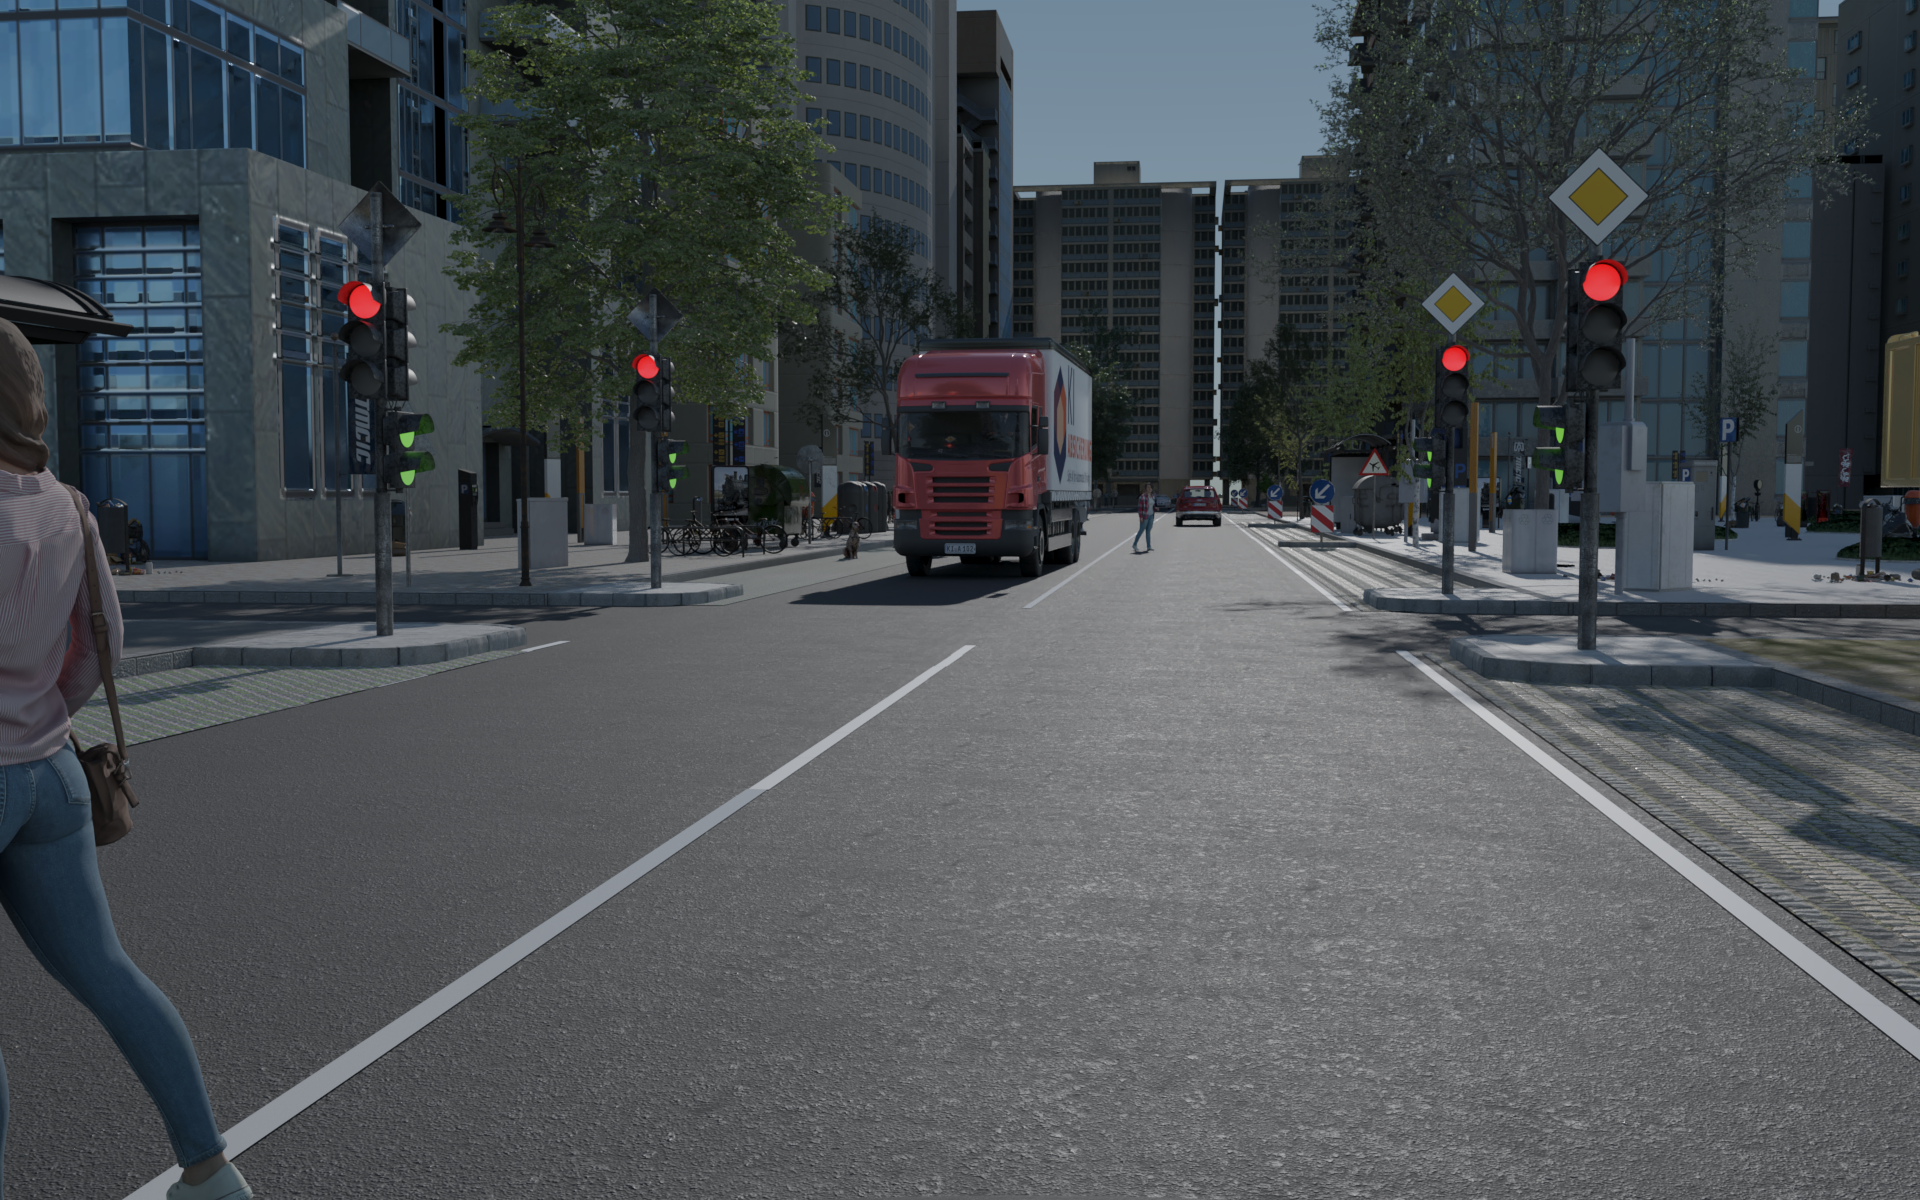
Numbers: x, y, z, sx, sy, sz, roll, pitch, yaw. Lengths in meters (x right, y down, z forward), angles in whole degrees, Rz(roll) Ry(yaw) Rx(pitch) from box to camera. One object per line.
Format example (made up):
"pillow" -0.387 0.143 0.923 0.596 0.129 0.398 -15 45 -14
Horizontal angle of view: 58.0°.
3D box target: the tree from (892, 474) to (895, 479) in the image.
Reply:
"tree" -1.612 -4.384 66.275 1.663 3.219 1.824 0 3 0

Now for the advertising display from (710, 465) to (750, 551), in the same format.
"advertising display" -5.170 -2.064 38.961 0.974 1.923 0.123 -3 5 -41

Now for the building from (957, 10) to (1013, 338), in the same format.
"building" -2.889 -31.180 159.903 14.200 45.320 14.600 0 4 8

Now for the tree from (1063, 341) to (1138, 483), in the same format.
"tree" 10.179 -14.467 143.187 9.857 13.997 8.962 0 3 0

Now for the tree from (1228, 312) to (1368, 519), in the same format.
"tree" 17.346 -9.473 89.294 7.601 10.594 8.767 1 4 8

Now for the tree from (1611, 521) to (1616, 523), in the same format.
"tree" 29.610 -5.075 77.574 1.663 3.219 1.824 0 3 0

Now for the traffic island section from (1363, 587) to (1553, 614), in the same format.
"traffic island section" 6.279 0.003 22.232 2.009 0.180 2.903 0 4 8

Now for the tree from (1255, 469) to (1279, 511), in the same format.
"tree" 23.288 -8.423 132.317 1.663 3.219 1.824 0 3 0

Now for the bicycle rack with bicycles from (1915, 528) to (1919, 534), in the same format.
"bicycle rack with bicycles" 27.467 -2.040 46.734 2.925 0.926 2.852 -1 4 -11

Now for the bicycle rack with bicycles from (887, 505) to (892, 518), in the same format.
"bicycle rack with bicycles" -2.750 -4.299 83.670 2.852 0.926 2.925 1 4 14

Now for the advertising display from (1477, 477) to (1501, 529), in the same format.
"advertising display" 19.728 -3.641 64.743 0.974 1.923 0.123 3 4 38

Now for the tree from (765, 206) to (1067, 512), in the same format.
"tree" -1.962 -7.429 55.873 8.767 10.594 7.601 -2 4 -34

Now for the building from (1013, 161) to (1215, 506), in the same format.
"building" 18.393 -31.379 204.923 23.993 40.220 32.217 0 4 8

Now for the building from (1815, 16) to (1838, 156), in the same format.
"building" 90.118 -36.926 192.977 27.495 52.752 28.713 0 4 8

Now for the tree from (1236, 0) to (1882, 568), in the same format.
"tree" 10.390 -7.340 30.377 12.009 13.543 11.850 0 3 0

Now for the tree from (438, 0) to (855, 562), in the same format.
"tree" -5.692 -7.000 32.583 7.486 12.596 7.792 0 3 0

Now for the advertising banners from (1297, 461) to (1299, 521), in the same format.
"advertising banners" 16.205 -5.317 83.117 0.090 3.025 2.074 1 4 11

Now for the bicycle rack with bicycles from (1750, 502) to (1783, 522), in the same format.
"bicycle rack with bicycles" 37.710 -4.143 81.123 2.852 0.926 2.925 2 4 35

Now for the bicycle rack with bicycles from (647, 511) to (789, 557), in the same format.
"bicycle rack with bicycles" -5.287 -1.394 36.170 2.925 0.926 2.852 1 4 8

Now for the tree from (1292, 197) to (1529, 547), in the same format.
"tree" 11.270 -5.597 41.870 4.737 8.622 4.395 0 3 0

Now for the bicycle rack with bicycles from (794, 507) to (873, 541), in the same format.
"bicycle rack with bicycles" -4.288 -2.172 48.891 2.925 0.926 2.852 3 4 37

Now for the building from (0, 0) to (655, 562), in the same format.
"building" -22.204 -44.902 46.817 22.319 86.520 31.000 0 4 8

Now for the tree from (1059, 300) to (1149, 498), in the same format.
"tree" 12.578 -19.330 171.931 12.611 20.169 13.585 0 3 0

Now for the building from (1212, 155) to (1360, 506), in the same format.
"building" 42.090 -31.147 201.130 23.993 40.220 32.217 0 4 8

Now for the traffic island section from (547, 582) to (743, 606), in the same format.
"traffic island section" -4.166 -0.084 23.652 2.009 0.180 2.903 0 4 8

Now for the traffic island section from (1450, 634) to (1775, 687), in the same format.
"traffic island section" 5.203 0.487 14.319 2.009 0.180 2.903 0 4 8

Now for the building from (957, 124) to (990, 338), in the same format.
"building" -5.408 -22.289 136.121 14.160 30.474 14.107 0 4 8

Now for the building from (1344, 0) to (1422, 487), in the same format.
"building" 44.168 -30.042 145.810 22.147 44.769 28.867 0 4 8

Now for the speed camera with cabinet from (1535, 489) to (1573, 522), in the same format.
"speed camera with cabinet" 20.417 -3.916 58.359 0.660 3.252 2.038 -3 4 -39

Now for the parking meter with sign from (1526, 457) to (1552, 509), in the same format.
"parking meter with sign" 27.241 -5.154 80.523 1.738 3.016 0.543 2 4 35

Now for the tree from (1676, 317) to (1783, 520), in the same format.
"tree" 32.515 -7.491 72.847 4.360 8.622 3.978 0 3 0

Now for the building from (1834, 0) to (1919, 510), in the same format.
"building" 87.597 -31.842 144.323 21.600 48.544 21.300 0 4 8

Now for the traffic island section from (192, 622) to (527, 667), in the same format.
"traffic island section" -5.242 0.400 15.739 2.009 0.180 2.903 0 4 8

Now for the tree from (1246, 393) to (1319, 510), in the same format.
"tree" 20.498 -9.730 109.449 4.360 8.622 3.978 0 3 0

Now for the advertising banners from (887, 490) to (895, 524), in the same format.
"advertising banners" -2.901 -4.853 75.530 0.090 3.025 2.074 1 4 11

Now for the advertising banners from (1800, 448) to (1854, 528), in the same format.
"advertising banners" 32.931 -4.276 66.092 2.074 3.025 0.090 1 4 20

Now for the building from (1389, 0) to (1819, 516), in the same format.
"building" 42.015 -30.325 115.419 23.786 49.044 30.456 0 4 8

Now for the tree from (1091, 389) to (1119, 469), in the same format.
"tree" 8.488 -12.006 130.707 7.601 10.594 8.767 0 4 2

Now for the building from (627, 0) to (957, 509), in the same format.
"building" -12.522 -35.041 114.915 21.231 58.520 28.212 0 4 8

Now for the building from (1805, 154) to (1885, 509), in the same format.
"building" 70.208 -23.194 150.929 14.107 30.474 14.160 0 4 8

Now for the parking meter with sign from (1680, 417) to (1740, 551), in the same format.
"parking meter with sign" 16.775 -2.640 39.420 1.738 3.016 0.543 -1 4 -14

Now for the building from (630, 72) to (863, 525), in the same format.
"building" -21.252 -14.793 86.898 27.650 21.520 28.899 0 4 8

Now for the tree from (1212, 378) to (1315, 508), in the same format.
"tree" 28.355 -15.116 164.153 9.611 12.733 9.660 0 3 0
